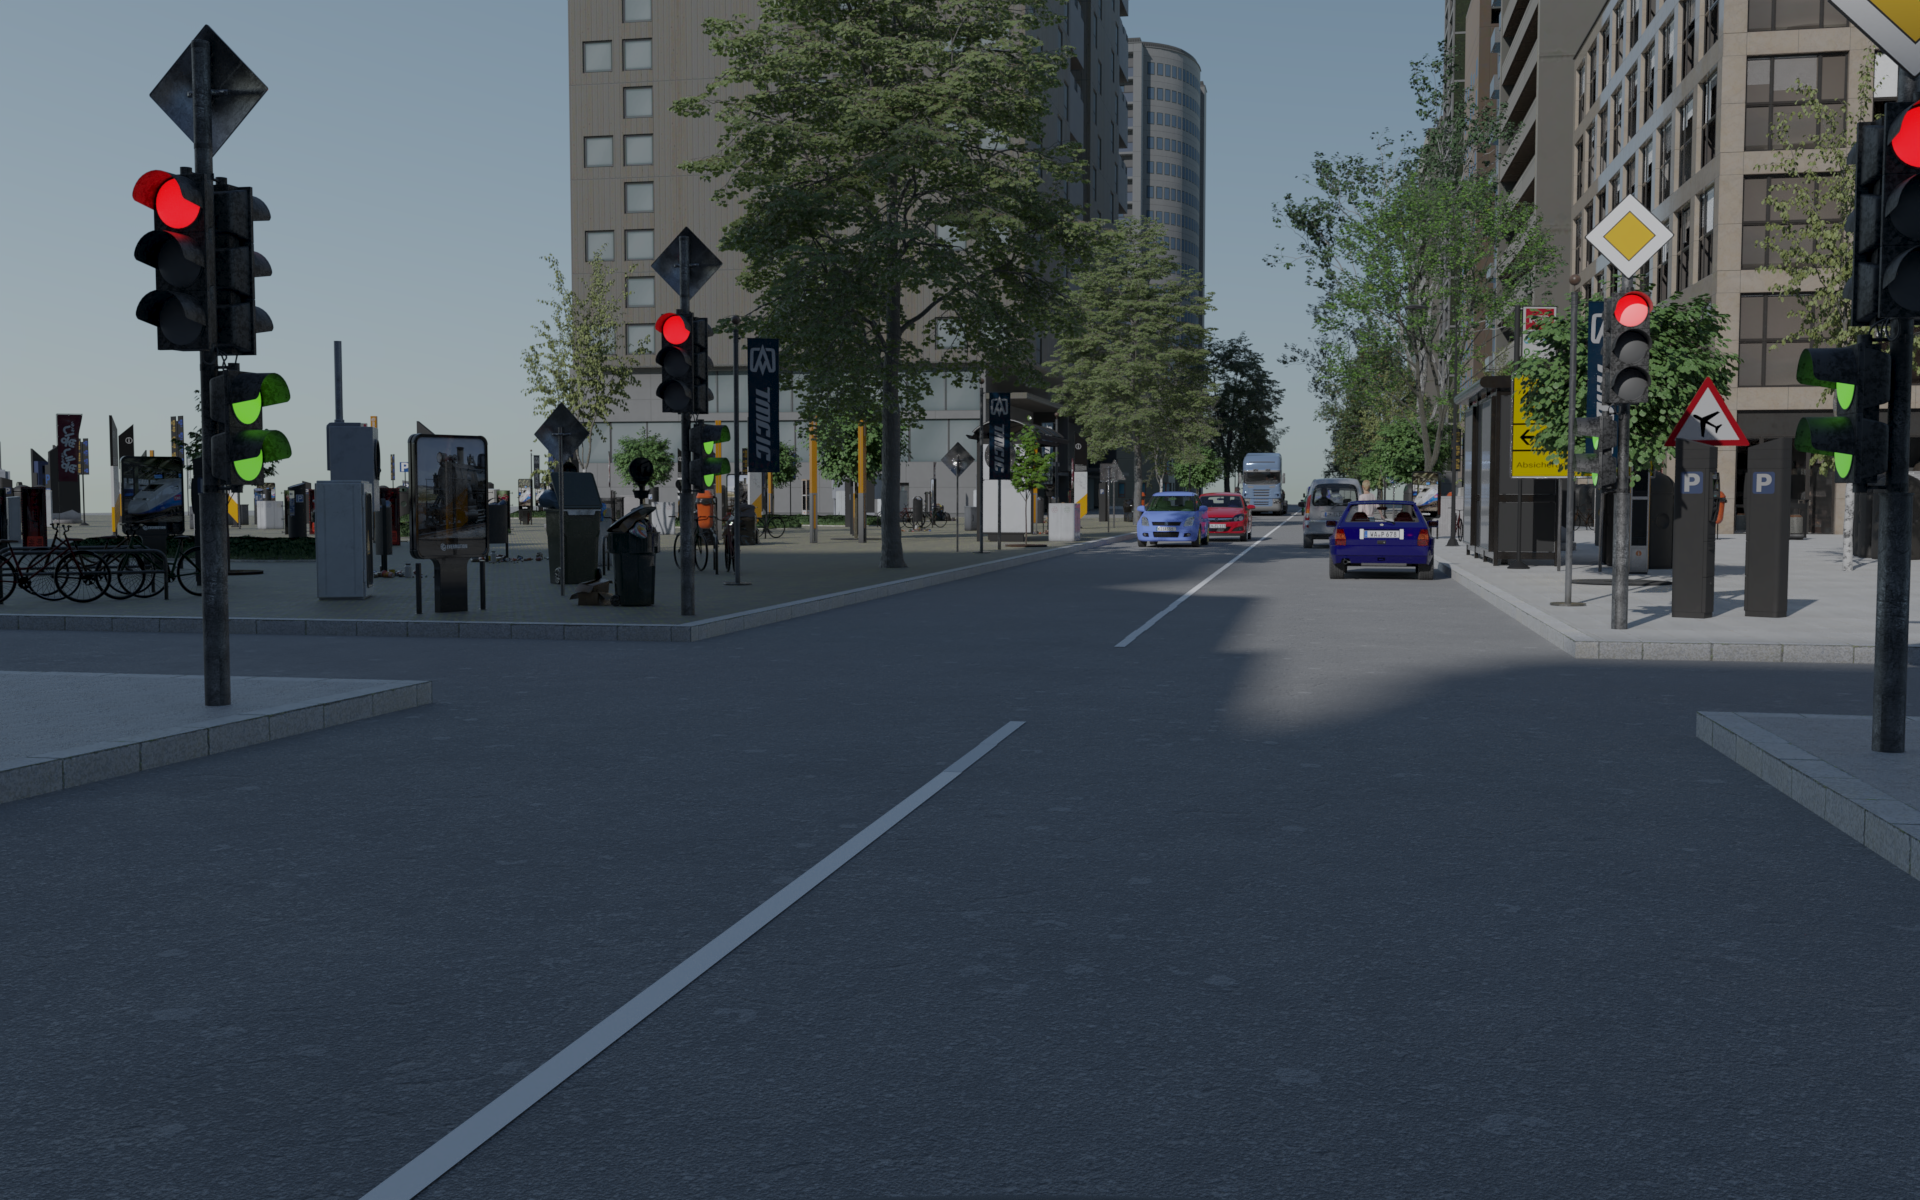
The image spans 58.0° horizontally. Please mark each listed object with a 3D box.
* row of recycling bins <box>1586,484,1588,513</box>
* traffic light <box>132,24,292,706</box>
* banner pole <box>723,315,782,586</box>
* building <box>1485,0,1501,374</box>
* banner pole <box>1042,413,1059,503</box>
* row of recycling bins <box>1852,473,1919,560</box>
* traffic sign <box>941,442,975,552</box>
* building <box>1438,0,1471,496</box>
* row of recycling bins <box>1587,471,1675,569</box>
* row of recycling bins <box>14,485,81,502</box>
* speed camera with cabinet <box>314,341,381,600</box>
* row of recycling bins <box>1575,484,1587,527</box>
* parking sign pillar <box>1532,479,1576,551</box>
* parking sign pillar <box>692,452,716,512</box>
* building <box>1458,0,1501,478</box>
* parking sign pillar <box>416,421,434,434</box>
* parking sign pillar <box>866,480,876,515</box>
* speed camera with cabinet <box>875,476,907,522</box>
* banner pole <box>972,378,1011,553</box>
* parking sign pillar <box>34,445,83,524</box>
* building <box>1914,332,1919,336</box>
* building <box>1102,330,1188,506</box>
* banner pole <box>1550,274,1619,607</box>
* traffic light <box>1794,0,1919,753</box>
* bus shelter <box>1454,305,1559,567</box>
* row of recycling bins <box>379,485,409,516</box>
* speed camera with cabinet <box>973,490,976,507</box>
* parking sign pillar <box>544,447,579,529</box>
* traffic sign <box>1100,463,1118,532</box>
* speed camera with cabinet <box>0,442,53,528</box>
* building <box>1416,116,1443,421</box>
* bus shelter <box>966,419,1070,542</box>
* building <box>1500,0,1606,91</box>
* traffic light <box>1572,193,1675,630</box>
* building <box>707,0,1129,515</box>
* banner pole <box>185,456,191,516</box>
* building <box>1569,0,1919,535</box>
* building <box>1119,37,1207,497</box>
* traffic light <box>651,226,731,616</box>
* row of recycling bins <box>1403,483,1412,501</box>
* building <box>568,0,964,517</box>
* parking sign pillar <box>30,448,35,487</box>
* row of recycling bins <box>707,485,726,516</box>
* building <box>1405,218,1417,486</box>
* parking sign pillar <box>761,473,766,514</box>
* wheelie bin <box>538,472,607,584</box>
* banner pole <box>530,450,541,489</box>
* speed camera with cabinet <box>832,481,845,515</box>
[{"bbox_3d":[16.072,-2.102,41.473,1.069,1.692,3.534,0,4,6],"label":"row of recycling bins"},{"bbox_3d":[-4.502,-1.315,10.419,0.839,4.253,0.868,1,4,12],"label":"traffic light"},{"bbox_3d":[-2.927,-2.106,24.453,0.863,3.779,0.401,-1,4,-21],"label":"banner pole"},{"bbox_3d":[49.742,-30.775,122.787,23.786,49.044,30.456,1,4,12],"label":"building"},{"bbox_3d":[2.812,-3.877,53.398,0.401,3.779,0.863,-3,5,-44],"label":"banner pole"},{"bbox_3d":[18.730,-1.715,35.151,1.069,1.692,3.534,1,4,19],"label":"row of recycling bins"},{"bbox_3d":[-0.054,-2.271,38.320,0.795,2.450,0.064,1,4,18],"label":"traffic sign"},{"bbox_3d":[63.298,-46.312,195.458,20.563,71.187,20.611,1,4,12],"label":"building"},{"bbox_3d":[12.122,-1.471,31.164,1.069,1.692,3.534,1,4,13],"label":"row of recycling bins"},{"bbox_3d":[-41.623,-4.401,79.069,1.069,1.692,3.534,1,4,17],"label":"row of recycling bins"},{"bbox_3d":[-7.697,-1.681,21.821,0.660,3.252,2.038,-1,4,-13],"label":"speed camera with cabinet"},{"bbox_3d":[24.966,-3.776,68.857,1.069,1.692,3.534,0,4,-3],"label":"row of recycling bins"},{"bbox_3d":[13.378,-3.129,39.625,1.447,3.967,1.447,0,4,2],"label":"parking sign pillar"},{"bbox_3d":[-11.967,-5.712,81.858,1.447,3.967,1.447,-2,4,-32],"label":"parking sign pillar"},{"bbox_3d":[49.991,-30.322,145.868,14.600,45.320,14.200,1,4,12],"label":"building"},{"bbox_3d":[-19.427,-4.591,63.541,1.447,3.967,1.447,1,4,22],"label":"parking sign pillar"},{"bbox_3d":[-4.051,-5.421,77.107,1.447,3.967,1.447,0,4,-7],"label":"parking sign pillar"},{"bbox_3d":[-3.184,-5.189,79.171,0.660,3.252,2.038,2,4,31],"label":"speed camera with cabinet"},{"bbox_3d":[0.698,-2.907,37.552,0.863,3.779,0.401,0,4,-1],"label":"banner pole"},{"bbox_3d":[-38.844,-5.290,74.971,1.447,3.967,1.447,2,4,35],"label":"parking sign pillar"},{"bbox_3d":[40.789,-15.238,25.555,44.131,29.872,17.030,1,4,12],"label":"building"},{"bbox_3d":[11.557,-21.736,200.426,27.650,21.520,28.899,1,4,12],"label":"building"},{"bbox_3d":[7.232,-1.824,19.837,0.863,3.779,0.401,0,4,-2],"label":"banner pole"},{"bbox_3d":[4.617,-1.200,8.537,0.839,4.253,0.868,1,4,12],"label":"traffic light"},{"bbox_3d":[11.133,-3.490,34.699,2.179,5.291,8.768,1,4,12],"label":"bus shelter"},{"bbox_3d":[-27.711,-4.565,81.745,3.534,1.692,1.069,0,4,-5],"label":"row of recycling bins"},{"bbox_3d":[1.543,-4.390,66.105,2.038,3.252,0.660,1,4,23],"label":"speed camera with cabinet"},{"bbox_3d":[-14.567,-4.598,63.644,1.447,3.967,1.447,3,5,39],"label":"parking sign pillar"},{"bbox_3d":[4.972,-3.412,57.912,0.606,2.300,0.079,1,4,17],"label":"traffic sign"},{"bbox_3d":[-35.620,-4.365,65.710,2.038,3.252,0.660,-2,4,-29],"label":"speed camera with cabinet"},{"bbox_3d":[68.608,-36.261,216.563,21.300,48.544,21.600,1,4,12],"label":"building"},{"bbox_3d":[1.706,-3.364,48.919,2.014,3.302,5.546,1,4,12],"label":"bus shelter"},{"bbox_3d":[42.560,-28.994,97.758,21.300,48.544,21.600,1,4,12],"label":"building"},{"bbox_3d":[6.250,-1.678,16.354,0.839,4.253,0.868,1,4,12],"label":"traffic light"},{"bbox_3d":[-1.316,-33.497,136.914,28.713,52.752,27.495,1,4,12],"label":"building"},{"bbox_3d":[-45.742,-6.894,102.736,0.401,3.779,0.863,-3,5,-42],"label":"banner pole"},{"bbox_3d":[36.909,-16.198,69.357,19.350,26.468,34.151,1,4,12],"label":"building"},{"bbox_3d":[20.524,-41.868,226.545,21.231,58.520,28.212,1,4,12],"label":"building"},{"bbox_3d":[-2.868,-1.793,18.235,0.839,4.253,0.868,1,4,12],"label":"traffic light"},{"bbox_3d":[15.845,-3.217,59.709,1.069,1.692,3.534,1,4,18],"label":"row of recycling bins"},{"bbox_3d":[-6.904,-31.853,110.043,28.713,52.752,27.495,1,4,12],"label":"building"},{"bbox_3d":[-54.389,-6.987,102.706,1.447,3.967,1.447,1,4,17],"label":"parking sign pillar"},{"bbox_3d":[-10.774,-4.286,77.194,1.069,1.692,3.534,0,4,-3],"label":"row of recycling bins"},{"bbox_3d":[67.851,-33.733,235.136,14.154,41.232,14.086,1,4,12],"label":"building"},{"bbox_3d":[-9.461,-5.712,81.865,1.447,3.967,1.447,0,4,1],"label":"parking sign pillar"},{"bbox_3d":[-5.582,-1.035,24.833,0.980,1.594,0.693,-2,4,-35],"label":"wheelie bin"},{"bbox_3d":[-23.950,-6.576,97.542,0.401,3.779,0.863,2,4,34],"label":"banner pole"},{"bbox_3d":[-6.039,-5.728,87.994,0.660,3.252,2.038,-1,4,-15],"label":"speed camera with cabinet"}]
